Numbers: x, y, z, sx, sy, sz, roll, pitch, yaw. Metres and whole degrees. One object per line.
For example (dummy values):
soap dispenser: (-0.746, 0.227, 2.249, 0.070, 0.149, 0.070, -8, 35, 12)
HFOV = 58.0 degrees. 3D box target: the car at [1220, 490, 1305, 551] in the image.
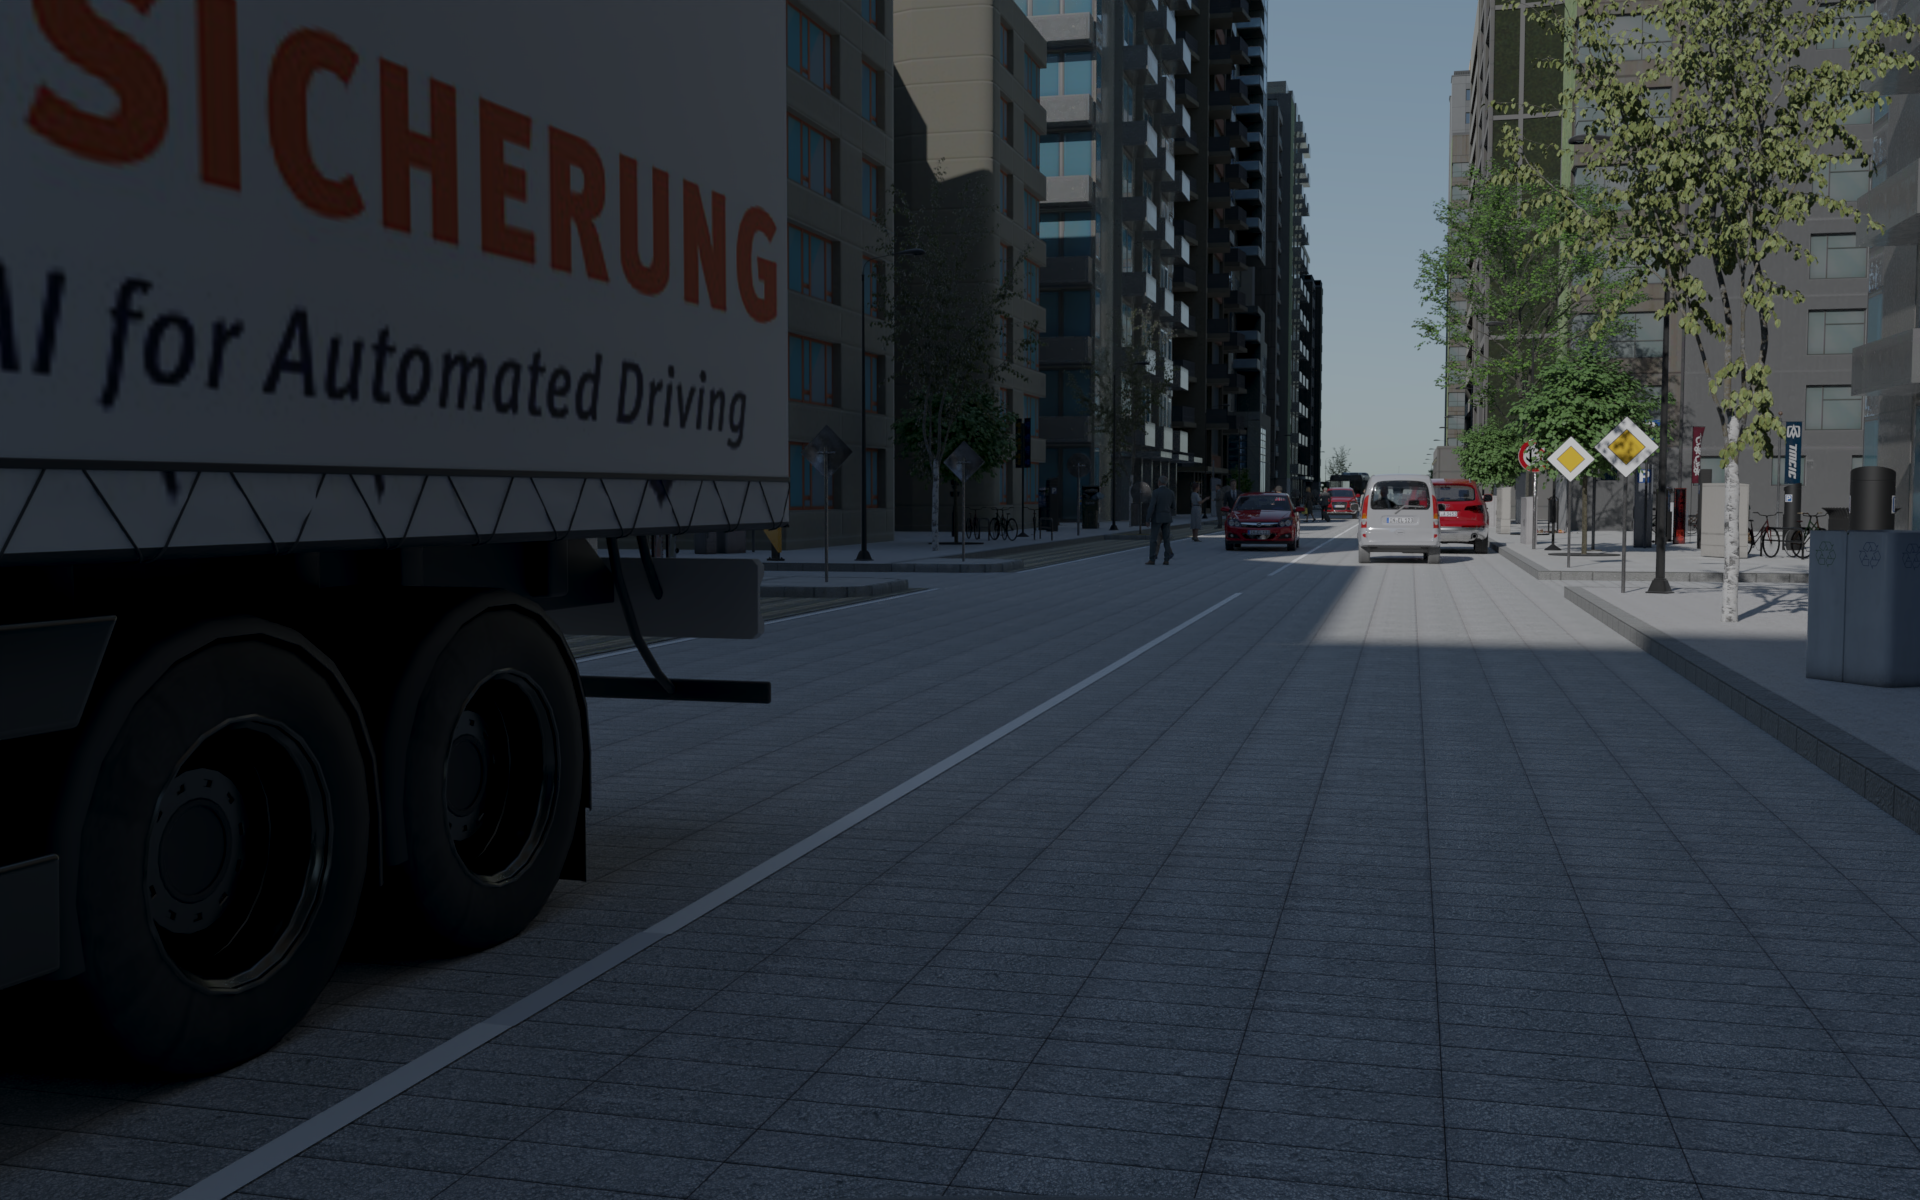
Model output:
car: (7.913, -2.209, 45.149, 2.155, 1.783, 4.494, 1, 4, 13)

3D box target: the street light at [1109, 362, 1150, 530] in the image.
street light: (5.967, -5.410, 60.987, 1.470, 5.913, 1.316, 1, 4, 15)

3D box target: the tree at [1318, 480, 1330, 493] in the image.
tree: (48.443, -14.307, 228.523, 1.663, 3.219, 1.824, 0, 3, 0)

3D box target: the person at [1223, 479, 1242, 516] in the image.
person: (7.710, -2.465, 48.576, 0.659, 1.850, 0.755, 0, 4, 5)

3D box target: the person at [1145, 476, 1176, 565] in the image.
person: (4.041, -1.619, 35.146, 0.661, 1.801, 0.590, -2, 4, -24)

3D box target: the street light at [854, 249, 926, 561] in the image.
street light: (-1.328, -3.702, 33.065, 1.470, 5.913, 1.316, 1, 4, 15)

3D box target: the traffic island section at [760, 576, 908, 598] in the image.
traffic island section: (-1.964, -0.180, 25.226, 2.009, 0.180, 2.903, 1, 4, 15)

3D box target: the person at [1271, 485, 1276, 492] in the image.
person: (13.516, -4.019, 74.389, 0.511, 1.800, 0.466, 3, 5, 42)

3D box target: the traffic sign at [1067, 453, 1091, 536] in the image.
traffic sign: (3.658, -3.265, 53.496, 0.768, 2.556, 0.104, 1, 4, 19)

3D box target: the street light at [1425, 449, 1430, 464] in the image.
street light: (48.358, -12.451, 176.119, 1.470, 5.913, 1.316, 1, 4, 15)

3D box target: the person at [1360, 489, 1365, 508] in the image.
person: (21.202, -4.961, 90.610, 0.512, 1.701, 0.522, 1, 4, 18)

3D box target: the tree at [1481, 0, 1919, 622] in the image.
tree: (7.493, -4.083, 17.112, 4.737, 8.622, 4.395, 0, 3, 0)

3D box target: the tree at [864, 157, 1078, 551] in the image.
tree: (-0.368, -5.423, 39.036, 4.360, 8.622, 3.978, 0, 3, 0)

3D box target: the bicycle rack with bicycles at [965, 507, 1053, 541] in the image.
bicycle rack with bicycles: (1.438, -2.144, 48.444, 2.852, 0.926, 2.925, 0, 4, -7)

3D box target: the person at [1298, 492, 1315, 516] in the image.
person: (22.921, -6.478, 114.425, 0.705, 1.824, 1.348, -3, 5, -44)

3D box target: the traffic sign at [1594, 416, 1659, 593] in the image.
traffic sign: (8.601, -1.148, 22.410, 0.795, 2.450, 0.064, 1, 4, 15)

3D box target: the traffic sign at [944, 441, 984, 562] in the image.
traffic sign: (0.068, -1.789, 32.888, 0.795, 2.450, 0.064, 1, 4, 15)

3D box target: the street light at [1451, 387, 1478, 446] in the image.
street light: (22.081, -6.258, 74.863, 1.470, 5.913, 1.316, 1, 4, 15)

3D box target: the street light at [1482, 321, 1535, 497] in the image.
street light: (14.808, -4.529, 46.587, 1.470, 5.913, 1.316, 1, 4, 15)

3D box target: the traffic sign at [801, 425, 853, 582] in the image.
traffic sign: (-1.940, -1.316, 25.159, 0.795, 2.450, 0.064, 1, 4, 15)

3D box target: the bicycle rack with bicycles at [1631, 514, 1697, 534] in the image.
bicycle rack with bicycles: (22.733, -2.527, 54.696, 2.925, 0.926, 2.852, 0, 4, 6)

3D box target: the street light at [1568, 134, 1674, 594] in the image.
street light: (8.536, -3.048, 22.380, 1.470, 5.913, 1.316, 1, 4, 15)

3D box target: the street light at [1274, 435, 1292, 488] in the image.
street light: (25.142, -9.948, 135.196, 1.470, 5.913, 1.316, 1, 4, 15)

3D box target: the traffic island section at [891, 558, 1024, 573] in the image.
traffic island section: (0.043, -0.653, 32.956, 2.009, 0.180, 2.903, 1, 4, 15)

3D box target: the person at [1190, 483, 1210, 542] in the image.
person: (7.199, -2.635, 52.146, 0.524, 1.755, 0.480, -1, 4, -16)

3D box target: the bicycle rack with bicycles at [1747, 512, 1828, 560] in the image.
bicycle rack with bicycles: (17.207, -1.293, 34.524, 2.852, 0.926, 2.925, 0, 4, 1)

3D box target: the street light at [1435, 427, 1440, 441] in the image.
street light: (33.684, -8.979, 119.344, 1.470, 5.913, 1.316, 1, 4, 15)

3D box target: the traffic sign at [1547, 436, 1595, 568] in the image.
traffic sign: (10.608, -1.621, 30.140, 0.795, 2.450, 0.064, 1, 4, 15)

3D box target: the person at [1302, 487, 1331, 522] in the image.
person: (18.150, -4.865, 88.260, 1.509, 1.804, 0.699, 0, 4, -1)

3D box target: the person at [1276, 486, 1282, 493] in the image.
person: (11.326, -3.162, 61.042, 0.643, 1.720, 0.563, 3, 4, 38)

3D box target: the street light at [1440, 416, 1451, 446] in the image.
street light: (29.433, -7.971, 102.865, 1.470, 5.913, 1.316, 1, 4, 15)

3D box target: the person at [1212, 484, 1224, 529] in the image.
person: (10.656, -3.875, 71.658, 0.447, 1.846, 0.655, 1, 4, 18)

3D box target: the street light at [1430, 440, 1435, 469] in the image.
street light: (40.939, -10.687, 147.276, 1.470, 5.913, 1.316, 1, 4, 15)

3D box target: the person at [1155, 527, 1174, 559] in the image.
person: (4.478, -1.549, 38.104, 0.640, 1.303, 0.475, -3, 5, -39)

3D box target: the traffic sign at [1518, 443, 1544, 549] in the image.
traffic sign: (13.332, -2.450, 40.158, 0.768, 2.556, 0.104, 1, 4, 19)

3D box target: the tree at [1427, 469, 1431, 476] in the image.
tree: (21.861, -5.360, 71.355, 4.285, 4.588, 4.351, 0, 3, 0)

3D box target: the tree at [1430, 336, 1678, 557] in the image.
tree: (13.026, -3.210, 36.203, 4.285, 4.588, 4.351, 0, 3, 0)

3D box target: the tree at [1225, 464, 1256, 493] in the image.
tree: (18.962, -7.392, 115.462, 1.663, 3.219, 1.824, 0, 3, 0)

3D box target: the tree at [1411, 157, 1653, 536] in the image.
tree: (17.706, -7.839, 53.928, 9.928, 11.665, 9.643, 0, 3, 0)

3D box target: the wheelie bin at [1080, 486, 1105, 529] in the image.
wheelie bin: (4.854, -3.432, 64.022, 0.980, 1.594, 0.693, 0, 4, 7)

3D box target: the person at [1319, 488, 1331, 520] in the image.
person: (19.991, -5.260, 94.892, 0.661, 1.777, 0.834, 1, 4, 10)

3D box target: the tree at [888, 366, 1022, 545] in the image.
tree: (-0.135, -3.714, 44.435, 4.285, 4.588, 4.351, 0, 3, 0)

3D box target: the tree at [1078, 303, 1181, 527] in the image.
tree: (6.388, -7.116, 66.704, 4.360, 8.622, 3.978, 0, 3, 0)

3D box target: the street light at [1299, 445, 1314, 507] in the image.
street light: (32.547, -11.654, 163.089, 1.470, 5.913, 1.316, 1, 4, 15)

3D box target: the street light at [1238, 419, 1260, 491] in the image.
street light: (17.842, -8.236, 107.192, 1.470, 5.913, 1.316, 1, 4, 15)

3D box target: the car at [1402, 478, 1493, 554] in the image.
car: (12.077, -2.106, 43.112, 2.281, 1.827, 5.304, 1, 4, 16)

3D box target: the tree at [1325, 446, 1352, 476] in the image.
tree: (56.530, -18.858, 258.693, 4.737, 8.622, 4.395, 0, 3, 0)

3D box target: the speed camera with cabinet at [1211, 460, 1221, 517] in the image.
speed camera with cabinet: (14.778, -6.451, 99.817, 0.660, 3.252, 2.038, 1, 4, 8)

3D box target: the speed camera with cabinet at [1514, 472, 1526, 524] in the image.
speed camera with cabinet: (24.069, -4.876, 74.059, 0.660, 3.252, 2.038, 1, 4, 20)

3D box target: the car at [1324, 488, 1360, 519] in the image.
car: (22.133, -5.640, 100.889, 2.281, 1.827, 5.304, 1, 4, 13)

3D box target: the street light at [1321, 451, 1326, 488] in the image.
street light: (38.920, -13.195, 188.277, 1.470, 5.913, 1.316, 1, 4, 15)

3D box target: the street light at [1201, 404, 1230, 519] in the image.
street light: (13.240, -7.160, 89.607, 1.470, 5.913, 1.316, 1, 4, 15)
